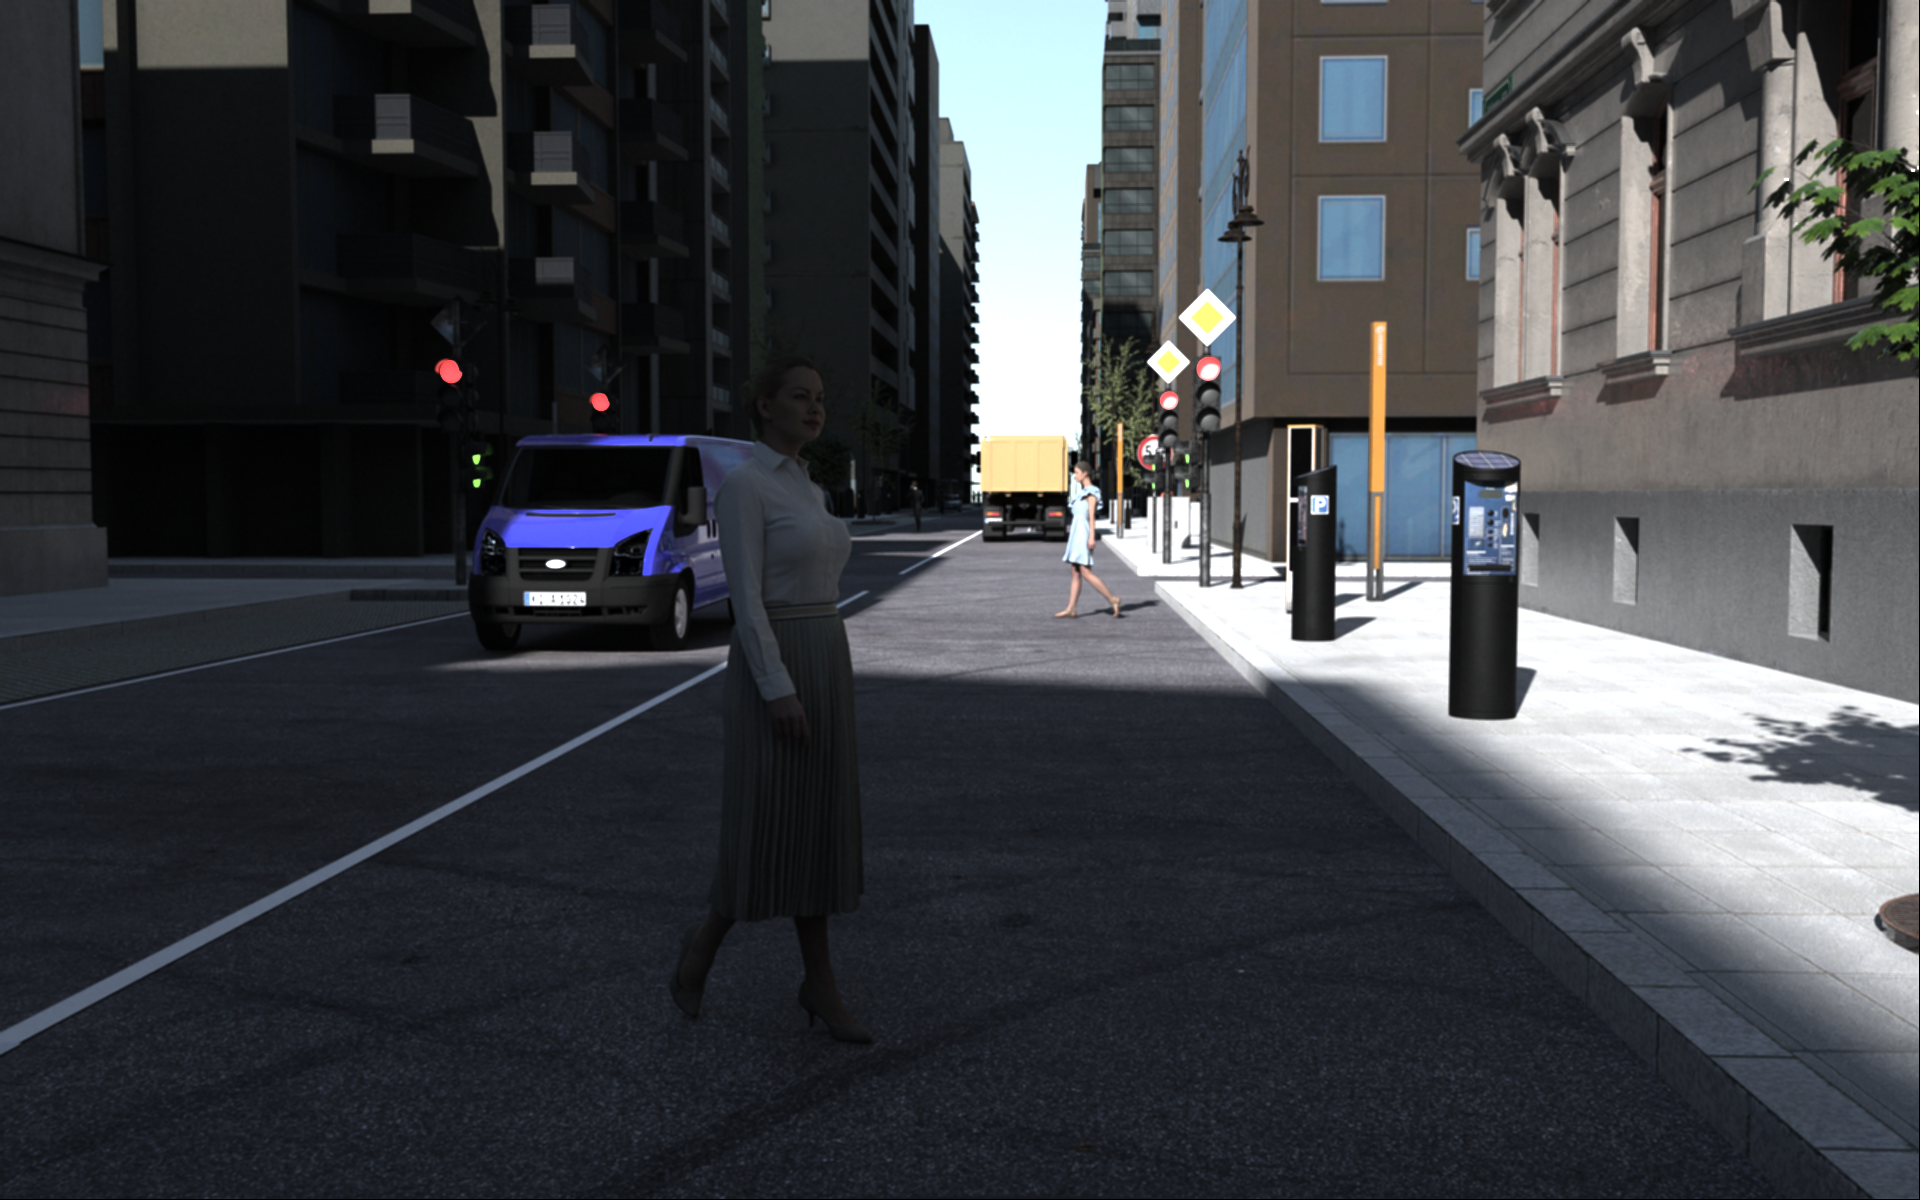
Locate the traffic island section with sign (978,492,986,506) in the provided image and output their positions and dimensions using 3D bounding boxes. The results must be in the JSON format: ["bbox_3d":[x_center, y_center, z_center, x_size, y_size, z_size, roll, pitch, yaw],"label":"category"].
[{"bbox_3d":[3.140,-12.601,214.647,1.989,1.847,2.006,0,4,3],"label":"traffic island section with sign"}]

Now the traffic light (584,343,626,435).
[{"bbox_3d":[-6.604,-2.655,32.332,0.839,4.253,0.868,0,4,3],"label":"traffic light"}]

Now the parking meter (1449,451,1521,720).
[{"bbox_3d":[3.018,-0.095,9.965,0.372,1.533,0.369,0,3,0],"label":"parking meter"}]

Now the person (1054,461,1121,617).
[{"bbox_3d":[1.476,-0.699,20.030,0.778,1.811,0.616,0,4,7],"label":"person"}]

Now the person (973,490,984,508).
[{"bbox_3d":[1.936,-10.444,179.240,1.348,1.826,0.705,-1,4,-19],"label":"person"}]

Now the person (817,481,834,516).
[{"bbox_3d":[-3.992,-2.545,50.130,0.660,1.820,0.620,-1,4,-10],"label":"person"}]

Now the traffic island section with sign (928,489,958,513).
[{"bbox_3d":[-1.382,-7.441,130.295,1.989,1.847,2.006,0,4,3],"label":"traffic island section with sign"}]

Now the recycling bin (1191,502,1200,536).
[{"bbox_3d":[7.098,-2.471,52.958,0.722,1.027,0.722,2,4,25],"label":"recycling bin"}]

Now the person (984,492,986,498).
[{"bbox_3d":[3.218,-12.382,211.870,0.541,1.710,0.530,0,4,-7],"label":"person"}]

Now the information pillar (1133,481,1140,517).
[{"bbox_3d":[9.901,-5.669,97.180,0.304,2.012,0.304,3,4,38],"label":"information pillar"}]

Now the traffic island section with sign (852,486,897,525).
[{"bbox_3d":[-4.019,-4.455,81.473,1.989,1.847,2.006,0,4,3],"label":"traffic island section with sign"}]

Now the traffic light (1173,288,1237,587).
[{"bbox_3d":[3.364,-2.134,23.818,0.839,4.253,0.868,0,4,3],"label":"traffic light"}]

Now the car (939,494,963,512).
[{"bbox_3d":[-0.759,-7.686,137.674,2.014,1.417,4.499,0,4,2],"label":"car"}]

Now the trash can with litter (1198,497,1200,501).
[{"bbox_3d":[10.998,-3.981,76.155,2.233,1.210,1.678,2,4,34],"label":"trash can with litter"}]

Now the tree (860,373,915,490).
[{"bbox_3d":[-5.056,-9.461,105.045,4.737,8.622,4.395,0,3,0],"label":"tree"}]

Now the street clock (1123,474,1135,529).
[{"bbox_3d":[6.155,-3.605,63.519,0.471,2.002,0.358,2,4,25],"label":"street clock"}]

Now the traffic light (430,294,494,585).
[{"bbox_3d":[-7.033,-2.167,24.359,0.839,4.253,0.868,0,4,3],"label":"traffic light"}]

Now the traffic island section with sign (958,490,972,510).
[{"bbox_3d":[0.086,-9.124,157.798,1.989,1.847,2.006,0,4,3],"label":"traffic island section with sign"}]

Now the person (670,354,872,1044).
[{"bbox_3d":[-0.518,0.252,4.604,0.641,1.798,0.478,3,4,37],"label":"person"}]

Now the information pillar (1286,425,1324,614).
[{"bbox_3d":[3.689,-0.860,18.545,0.304,2.012,0.304,2,4,28],"label":"information pillar"}]

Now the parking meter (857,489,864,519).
[{"bbox_3d":[-5.188,-5.021,90.509,0.372,1.533,0.369,0,3,0],"label":"parking meter"}]

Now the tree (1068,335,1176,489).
[{"bbox_3d":[7.541,-7.915,79.772,4.737,8.622,4.395,0,3,0],"label":"tree"}]

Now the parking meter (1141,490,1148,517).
[{"bbox_3d":[10.271,-5.371,96.232,0.372,1.533,0.369,0,3,0],"label":"parking meter"}]

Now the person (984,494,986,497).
[{"bbox_3d":[3.161,-11.749,200.696,1.348,1.812,0.705,-3,4,-37],"label":"person"}]

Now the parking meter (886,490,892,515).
[{"bbox_3d":[-4.440,-6.088,107.942,0.372,1.533,0.369,0,3,0],"label":"parking meter"}]

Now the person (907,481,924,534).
[{"bbox_3d":[-1.632,-3.369,62.948,0.474,1.900,0.648,2,4,28],"label":"person"}]

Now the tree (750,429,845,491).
[{"bbox_3d":[-7.526,-5.483,73.366,4.285,4.588,4.351,0,3,0],"label":"tree"}]

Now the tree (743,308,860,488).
[{"bbox_3d":[-6.619,-7.191,67.941,4.737,8.622,4.395,0,3,0],"label":"tree"}]

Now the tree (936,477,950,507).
[{"bbox_3d":[-2.093,-11.072,175.632,1.663,3.219,1.824,0,3,0],"label":"tree"}]

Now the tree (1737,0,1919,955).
[{"bbox_3d":[3.273,-0.617,4.688,1.663,3.219,1.824,0,3,0],"label":"tree"}]

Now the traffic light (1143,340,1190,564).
[{"bbox_3d":[3.793,-2.622,31.791,0.839,4.253,0.868,0,4,3],"label":"traffic light"}]

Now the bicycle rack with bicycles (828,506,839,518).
[{"bbox_3d":[-8.364,-5.365,101.097,2.852,0.926,2.925,-3,5,-41],"label":"bicycle rack with bicycles"}]

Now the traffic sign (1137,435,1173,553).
[{"bbox_3d":[4.212,-2.283,37.436,0.768,2.556,0.104,1,4,11],"label":"traffic sign"}]

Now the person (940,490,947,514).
[{"bbox_3d":[-1.192,-7.015,123.908,0.721,1.735,1.217,1,4,20],"label":"person"}]

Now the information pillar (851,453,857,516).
[{"bbox_3d":[-6.109,-6.607,99.376,0.183,3.616,0.504,-2,4,-35],"label":"information pillar"}]

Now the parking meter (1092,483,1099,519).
[{"bbox_3d":[7.009,-5.120,89.421,0.399,1.863,0.255,0,4,-4],"label":"parking meter"}]

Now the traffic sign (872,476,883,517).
[{"bbox_3d":[-4.692,-5.890,98.437,0.606,2.300,0.079,0,4,8],"label":"traffic sign"}]

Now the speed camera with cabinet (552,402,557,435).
[{"bbox_3d":[-8.488,-2.589,36.661,0.660,3.252,2.038,0,4,-4],"label":"speed camera with cabinet"}]

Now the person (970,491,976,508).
[{"bbox_3d":[1.339,-10.618,182.626,0.750,1.759,0.617,1,4,13],"label":"person"}]

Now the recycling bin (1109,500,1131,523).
[{"bbox_3d":[7.068,-3.905,76.403,0.722,1.027,0.722,-2,4,-25],"label":"recycling bin"}]

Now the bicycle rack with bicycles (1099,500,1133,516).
[{"bbox_3d":[9.344,-5.507,103.422,2.925,0.926,2.852,-1,4,-8],"label":"bicycle rack with bicycles"}]

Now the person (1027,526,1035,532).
[{"bbox_3d":[2.649,-3.469,65.883,0.731,1.740,0.598,2,4,35],"label":"person"}]

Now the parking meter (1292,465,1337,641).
[{"bbox_3d":[3.109,-0.416,15.207,0.372,1.533,0.369,0,3,0],"label":"parking meter"}]
